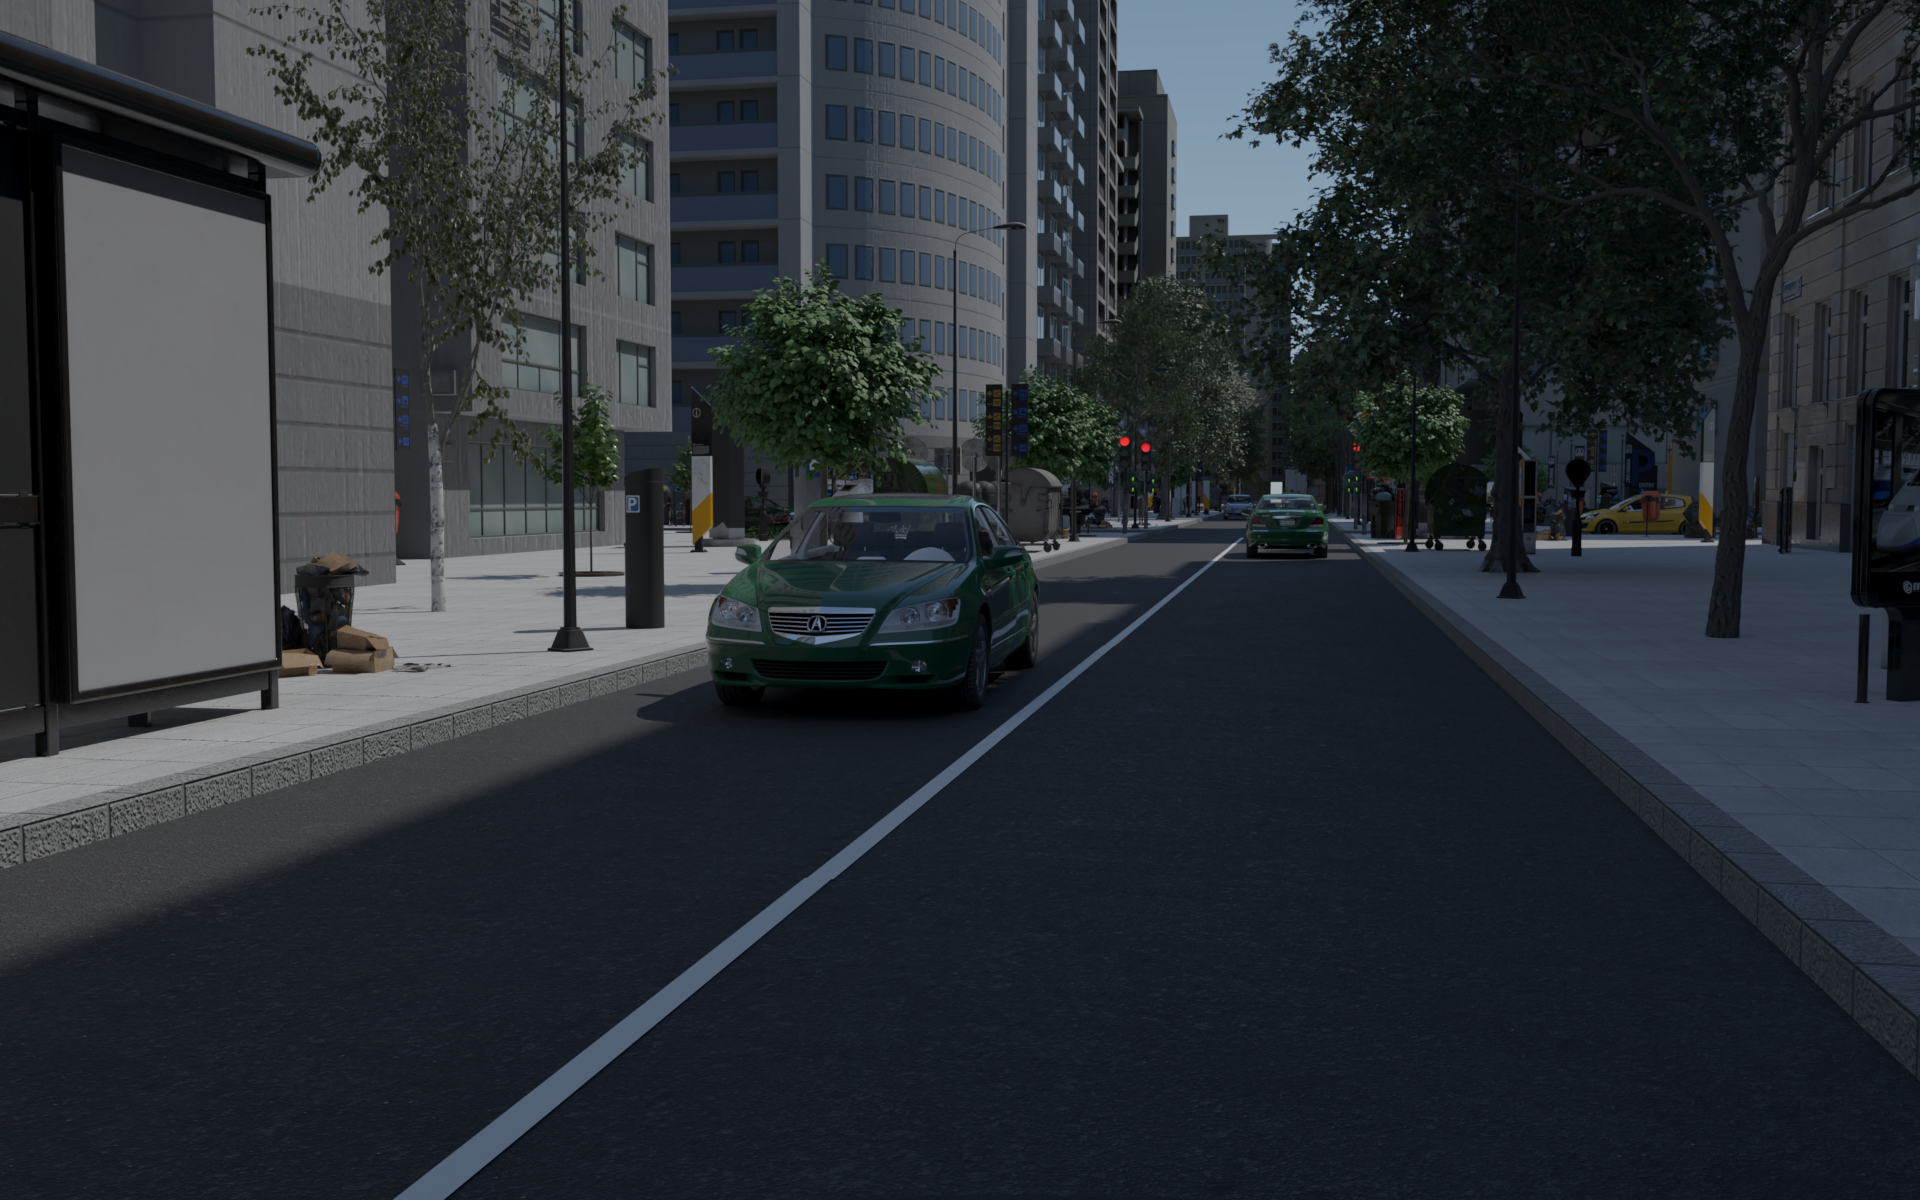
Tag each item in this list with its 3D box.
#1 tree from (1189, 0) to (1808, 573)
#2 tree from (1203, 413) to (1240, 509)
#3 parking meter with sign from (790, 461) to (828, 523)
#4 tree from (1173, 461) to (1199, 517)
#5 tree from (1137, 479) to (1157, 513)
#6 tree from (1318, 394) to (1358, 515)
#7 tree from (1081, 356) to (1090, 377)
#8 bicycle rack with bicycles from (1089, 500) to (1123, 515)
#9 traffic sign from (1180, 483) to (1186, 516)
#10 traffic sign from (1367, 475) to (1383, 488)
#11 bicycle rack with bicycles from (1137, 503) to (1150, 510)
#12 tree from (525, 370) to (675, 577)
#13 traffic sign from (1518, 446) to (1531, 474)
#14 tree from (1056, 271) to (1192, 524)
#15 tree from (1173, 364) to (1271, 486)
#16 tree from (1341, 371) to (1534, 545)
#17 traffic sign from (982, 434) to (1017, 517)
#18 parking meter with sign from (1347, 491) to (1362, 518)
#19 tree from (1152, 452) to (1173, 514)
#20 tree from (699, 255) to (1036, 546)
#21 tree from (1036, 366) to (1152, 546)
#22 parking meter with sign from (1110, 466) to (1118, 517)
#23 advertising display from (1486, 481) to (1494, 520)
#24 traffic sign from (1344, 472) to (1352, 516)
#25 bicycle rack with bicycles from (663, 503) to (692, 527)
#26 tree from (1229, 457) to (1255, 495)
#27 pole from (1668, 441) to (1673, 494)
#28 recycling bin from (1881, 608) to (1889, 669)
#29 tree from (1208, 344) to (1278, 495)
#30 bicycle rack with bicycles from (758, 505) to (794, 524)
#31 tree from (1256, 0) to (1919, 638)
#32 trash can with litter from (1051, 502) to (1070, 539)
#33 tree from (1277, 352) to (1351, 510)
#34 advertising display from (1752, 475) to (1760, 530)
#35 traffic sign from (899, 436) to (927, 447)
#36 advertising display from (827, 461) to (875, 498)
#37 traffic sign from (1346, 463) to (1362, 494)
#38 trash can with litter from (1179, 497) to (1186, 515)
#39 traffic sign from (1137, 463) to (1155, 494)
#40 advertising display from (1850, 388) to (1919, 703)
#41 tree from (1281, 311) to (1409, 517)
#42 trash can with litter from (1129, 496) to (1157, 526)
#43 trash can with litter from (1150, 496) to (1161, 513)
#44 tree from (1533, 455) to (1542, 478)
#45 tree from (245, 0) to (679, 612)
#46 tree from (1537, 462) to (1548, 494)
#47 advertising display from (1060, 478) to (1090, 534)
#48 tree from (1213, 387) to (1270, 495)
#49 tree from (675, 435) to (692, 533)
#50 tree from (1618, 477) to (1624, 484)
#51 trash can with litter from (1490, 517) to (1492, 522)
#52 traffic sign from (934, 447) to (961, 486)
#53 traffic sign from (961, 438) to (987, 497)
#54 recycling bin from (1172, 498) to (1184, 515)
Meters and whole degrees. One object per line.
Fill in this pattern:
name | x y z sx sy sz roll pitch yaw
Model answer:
tree | 8.937 -6.795 28.113 9.611 12.733 9.660 0 3 0
tree | 20.219 -11.432 137.271 4.737 8.622 4.395 0 3 0
parking meter with sign | -2.445 -1.976 28.566 0.543 3.016 1.738 -1 4 -20
tree | 12.072 -7.084 99.536 4.285 4.588 4.351 0 3 0
tree | 12.459 -7.531 117.738 1.663 3.219 1.824 0 3 0
tree | 23.880 -9.550 106.497 4.360 8.622 3.978 0 3 0
tree | 10.349 -10.446 87.799 9.611 12.733 9.660 0 3 0
bicycle rack with bicycles | 7.699 -5.556 104.217 2.852 0.926 2.925 -2 4 -24
traffic sign | 13.096 -6.272 102.647 0.768 2.556 0.104 1 4 21
traffic sign | 15.423 -3.926 64.196 0.884 2.594 0.081 1 4 15
bicycle rack with bicycles | 12.556 -6.876 125.800 2.925 0.926 2.852 -2 4 -26
tree | -5.780 -2.001 27.315 1.663 3.219 1.824 0 3 0
traffic sign | 12.838 -2.377 40.053 0.795 2.450 0.064 1 4 19
tree | 7.225 -8.467 72.842 7.601 10.594 8.767 3 5 40
tree | 23.186 -15.287 156.601 9.857 13.997 8.962 0 3 0
tree | 11.403 -3.714 44.430 4.285 4.588 4.351 0 3 0
traffic sign | 0.823 -2.214 36.298 0.768 2.556 0.104 1 4 17
parking meter with sign | 21.269 -5.867 92.189 1.738 3.016 0.543 -3 5 -42
tree | 3.512 -4.206 52.475 4.285 4.588 4.351 0 3 0
tree | -1.867 -2.458 23.904 4.285 4.588 4.351 0 3 0
tree | 1.900 -3.658 43.528 4.285 4.588 4.351 0 3 0
parking meter with sign | 8.761 -6.219 97.940 0.543 3.016 1.738 1 4 9
advertising display | 26.636 -4.965 86.398 0.974 1.923 0.123 -1 4 -14
traffic sign | 20.495 -5.547 90.796 0.768 2.556 0.104 1 4 16
bicycle rack with bicycles | -11.885 -3.402 69.002 2.852 0.926 2.925 0 4 1
tree | 32.013 -15.311 200.697 4.360 8.622 3.978 0 3 0
pole | 27.372 -4.460 66.769 0.158 3.312 0.155 0 3 0
recycling bin | 7.237 -0.001 12.576 0.722 1.027 0.722 -2 4 -30
tree | 33.501 -21.931 214.466 12.611 20.169 13.585 0 3 0
bicycle rack with bicycles | -4.866 -2.679 57.189 2.925 0.926 2.852 3 5 42
tree | 6.743 -4.921 14.874 8.767 10.594 7.601 1 4 12
trash can with litter | 2.705 -2.327 49.440 0.624 1.170 1.055 2 4 31
tree | 30.389 -14.363 141.485 9.857 13.997 8.962 0 3 0
advertising display | 27.589 -3.353 60.038 0.123 1.923 0.974 1 4 19
traffic sign | -1.081 -2.330 38.198 0.768 2.556 0.104 1 4 15
advertising display | -1.995 -1.569 30.865 0.974 1.923 0.123 -1 4 -13
traffic sign | 15.750 -4.215 69.018 0.768 2.556 0.104 1 4 14
trash can with litter | 13.805 -5.813 106.437 0.624 1.170 1.055 -2 4 -28
traffic sign | 7.227 -4.129 67.608 0.768 2.556 0.104 1 4 15
advertising display | 5.951 -0.338 10.733 0.974 1.923 0.123 -1 4 -19
tree | 21.767 -10.533 97.971 9.928 11.665 9.643 0 3 0
trash can with litter | 7.198 -3.637 70.523 1.678 1.210 2.233 1 4 17
trash can with litter | 13.137 -6.311 114.580 1.055 1.170 0.624 -3 5 -39
tree | 31.543 -7.059 99.120 4.285 4.588 4.351 0 3 0
tree | -5.459 -4.176 18.638 4.360 8.622 3.978 0 3 0
tree | 34.725 -6.683 103.868 1.663 3.219 1.824 0 3 0
advertising display | 3.737 -3.122 56.256 0.974 1.923 0.123 0 4 -2
tree | 28.685 -16.108 181.496 7.486 12.596 7.792 0 3 0
tree | -9.002 -3.817 57.008 1.663 3.219 1.824 0 3 0
tree | 40.837 -6.712 104.340 1.663 3.219 1.824 0 3 0
trash can with litter | 25.194 -4.234 80.284 1.678 1.210 2.233 -1 4 -9
traffic sign | -0.276 -2.156 37.376 0.606 2.300 0.079 1 4 19
traffic sign | 0.323 -2.416 39.615 0.768 2.556 0.104 1 4 19
recycling bin | 13.611 -5.825 107.791 0.722 1.027 0.722 -2 4 -29
